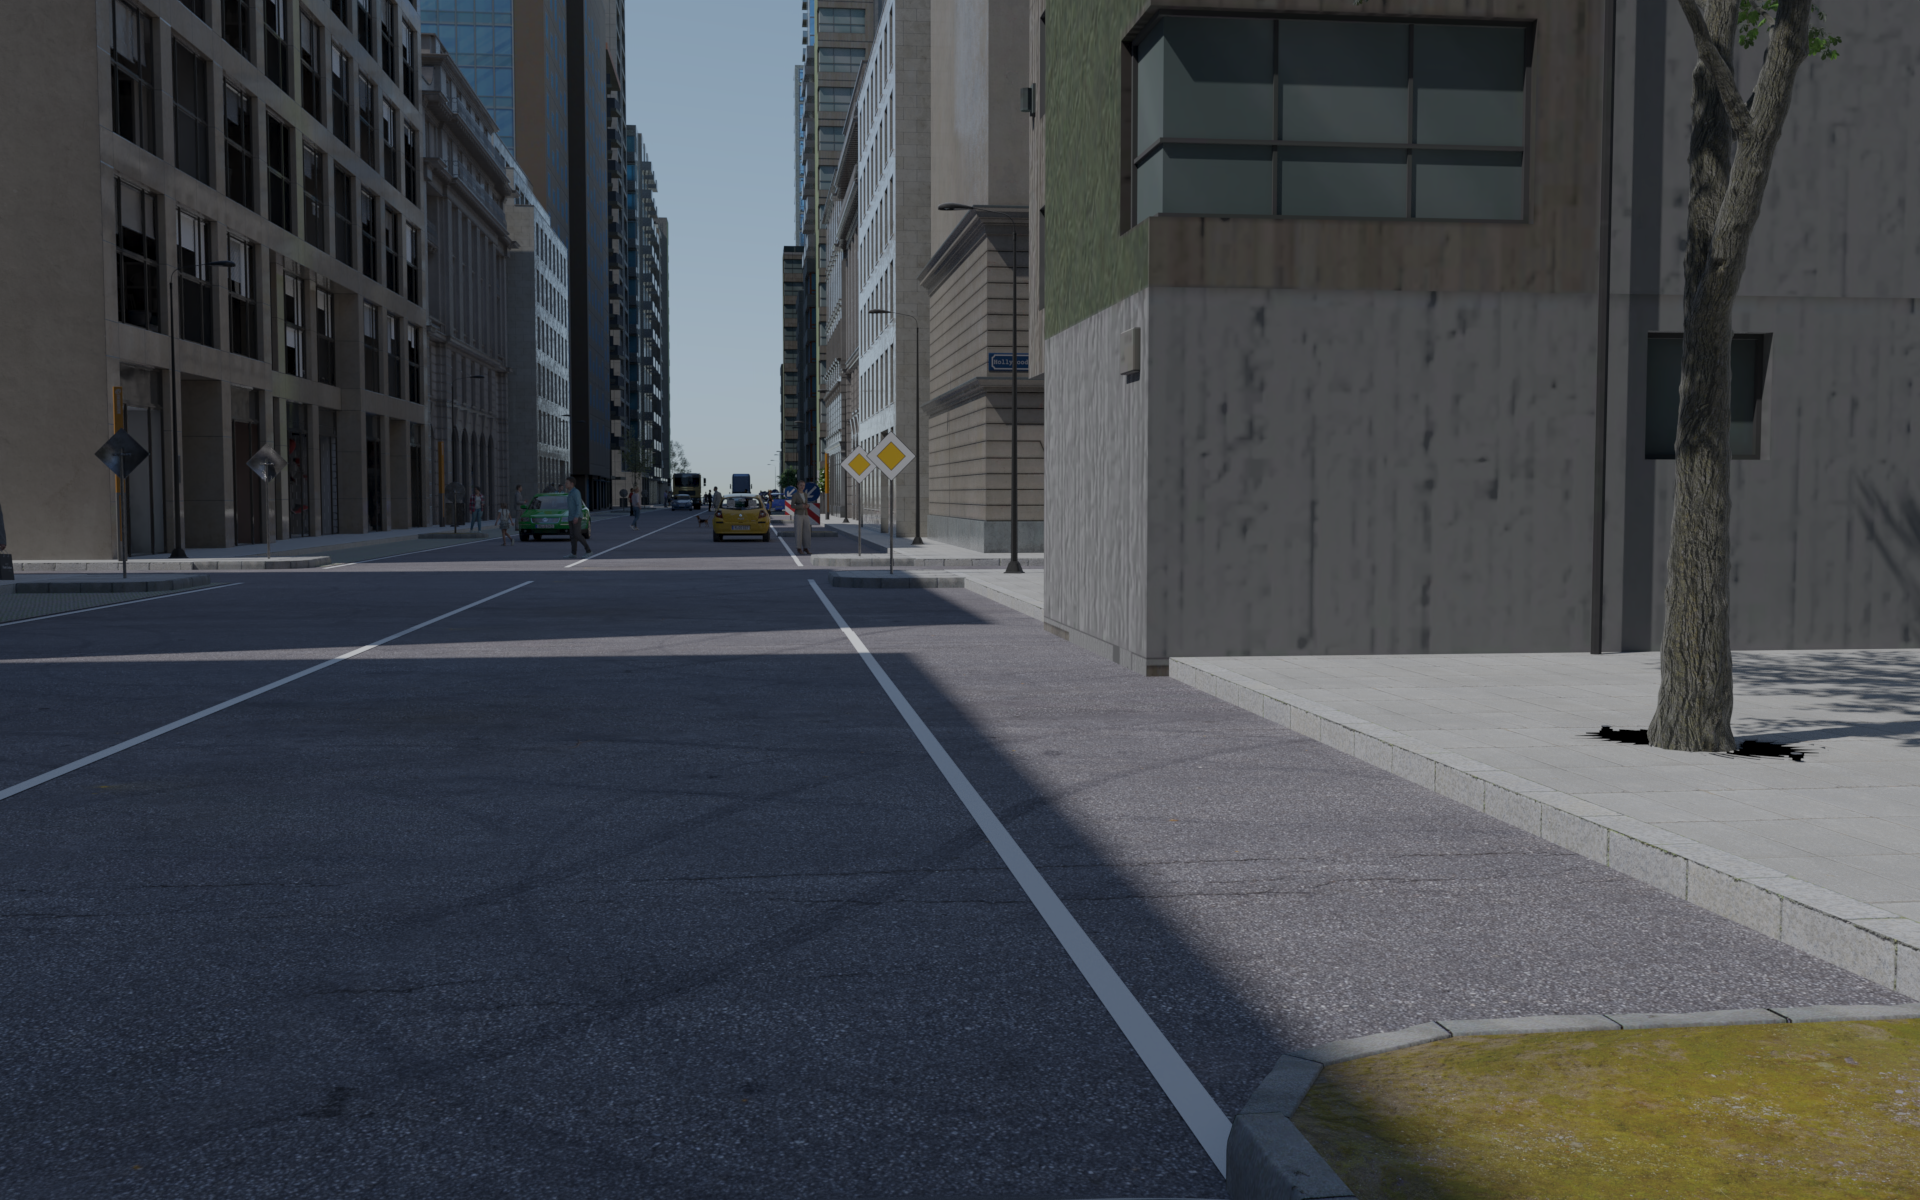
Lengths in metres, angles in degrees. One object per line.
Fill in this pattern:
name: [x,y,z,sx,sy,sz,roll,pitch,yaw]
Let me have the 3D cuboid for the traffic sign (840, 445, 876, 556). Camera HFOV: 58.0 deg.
traffic sign: [-2.071,-1.956,35.625,0.795,2.450,0.064,0,4,-7]

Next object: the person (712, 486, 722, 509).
person: [-11.639,-4.548,82.958,0.391,1.810,0.635,1,4,17]

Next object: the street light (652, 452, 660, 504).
street light: [-34.472,-13.447,192.402,1.470,5.913,1.316,0,4,-7]

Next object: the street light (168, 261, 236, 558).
street light: [-15.106,-3.792,34.547,1.470,5.913,1.316,0,4,-7]

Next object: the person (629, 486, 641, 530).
person: [-12.838,-3.626,68.463,0.731,1.740,0.598,3,4,39]

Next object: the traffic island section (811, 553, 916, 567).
traffic island section: [-2.048,-0.821,35.705,2.009,0.180,2.903,0,4,-7]

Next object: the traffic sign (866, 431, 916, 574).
traffic sign: [-1.101,-1.471,27.699,0.795,2.450,0.064,0,4,-7]

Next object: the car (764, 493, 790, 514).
car: [-13.173,-7.081,125.368,1.945,1.707,3.694,0,4,-8]

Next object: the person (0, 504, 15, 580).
person: [-10.495,-0.607,18.611,0.709,1.800,0.728,-1,4,-11]

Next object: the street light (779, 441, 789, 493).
street light: [-14.937,-11.024,152.787,1.470,5.913,1.316,0,4,-7]

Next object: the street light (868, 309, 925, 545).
street light: [-1.607,-4.349,43.648,1.470,5.913,1.316,0,4,-7]

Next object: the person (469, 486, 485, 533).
person: [-17.641,-3.298,63.261,0.563,1.720,0.643,-2,4,-27]

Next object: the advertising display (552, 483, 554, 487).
advertising display: [-22.899,-5.642,97.457,0.123,1.923,0.974,-1,4,-15]

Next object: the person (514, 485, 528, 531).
person: [-17.009,-3.575,67.147,0.583,1.804,0.606,-1,4,-18]

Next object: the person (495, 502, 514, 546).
person: [-12.635,-2.110,48.008,0.382,1.210,0.505,3,5,40]

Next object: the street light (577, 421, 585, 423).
street light: [-24.441,-8.399,109.862,1.470,5.913,1.316,0,4,-7]

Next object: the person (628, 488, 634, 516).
person: [-21.092,-6.308,111.573,0.705,1.831,1.348,1,4,15]

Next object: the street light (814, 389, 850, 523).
street light: [-5.611,-6.382,76.887,1.470,5.913,1.316,0,4,-7]

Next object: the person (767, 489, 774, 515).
person: [-12.672,-6.571,116.465,0.721,1.766,1.217,-1,4,-14]

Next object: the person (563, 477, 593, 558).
person: [-8.562,-1.852,38.792,0.620,1.820,0.660,-2,4,-32]

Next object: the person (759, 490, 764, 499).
person: [-21.357,-10.882,186.285,0.599,1.838,0.709,2,4,27]

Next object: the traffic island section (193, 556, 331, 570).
traffic island section: [-13.704,-0.734,34.289,2.009,0.180,2.903,0,4,-7]

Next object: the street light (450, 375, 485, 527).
street light: [-19.267,-5.824,67.766,1.470,5.913,1.316,0,4,-7]

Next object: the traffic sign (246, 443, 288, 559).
traffic sign: [-13.681,-1.871,34.231,0.795,2.450,0.064,0,4,-7]

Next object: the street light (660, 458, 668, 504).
street light: [-38.575,-15.479,225.628,1.470,5.913,1.316,0,4,-7]

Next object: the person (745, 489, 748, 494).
person: [-16.506,-7.645,133.455,0.705,1.831,1.348,-2,4,-27]

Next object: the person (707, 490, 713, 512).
person: [-20.486,-8.165,142.128,0.705,1.807,1.348,1,4,13]

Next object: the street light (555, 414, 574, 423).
street light: [-23.368,-7.856,100.993,1.470,5.913,1.316,0,4,-7]

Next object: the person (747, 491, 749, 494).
person: [-22.192,-10.494,180.809,0.721,1.736,1.217,2,4,35]

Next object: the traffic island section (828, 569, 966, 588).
traffic island section: [-1.078,-0.336,27.779,2.009,0.180,2.903,0,4,-7]

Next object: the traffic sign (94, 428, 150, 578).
traffic sign: [-12.711,-1.386,26.304,0.795,2.450,0.064,0,4,-7]

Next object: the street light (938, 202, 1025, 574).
street light: [0.341,-3.381,27.825,1.470,5.913,1.316,0,4,-7]

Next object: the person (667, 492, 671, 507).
person: [-33.167,-11.481,197.006,0.721,1.735,1.217,-3,4,-36]

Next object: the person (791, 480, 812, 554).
person: [-3.757,-1.966,41.197,0.519,1.759,0.362,-3,5,-43]

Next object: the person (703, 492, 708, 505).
person: [-33.488,-13.400,228.147,0.990,1.755,0.434,2,4,28]

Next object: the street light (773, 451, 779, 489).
street light: [-19.052,-13.077,186.350,1.470,5.913,1.316,0,4,-7]

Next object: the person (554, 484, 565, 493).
person: [-16.692,-3.916,72.394,0.638,1.841,0.748,0,4,4]

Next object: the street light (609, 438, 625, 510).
street light: [-28.504,-10.483,143.933,1.470,5.913,1.316,0,4,-7]

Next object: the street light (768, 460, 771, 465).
street light: [-25.074,-16.092,235.651,1.470,5.913,1.316,0,4,-7]

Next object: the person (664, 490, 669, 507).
person: [-31.113,-10.732,183.832,0.599,1.838,0.709,0,4,5]

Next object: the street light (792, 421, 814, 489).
street light: [-9.825,-8.429,110.349,1.470,5.913,1.316,0,4,-7]

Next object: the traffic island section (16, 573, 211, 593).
traffic island section: [-12.734,-0.250,26.363,2.009,0.180,2.903,0,4,-7]

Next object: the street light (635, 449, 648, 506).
street light: [-32.617,-12.515,177.158,1.470,5.913,1.316,0,4,-7]
